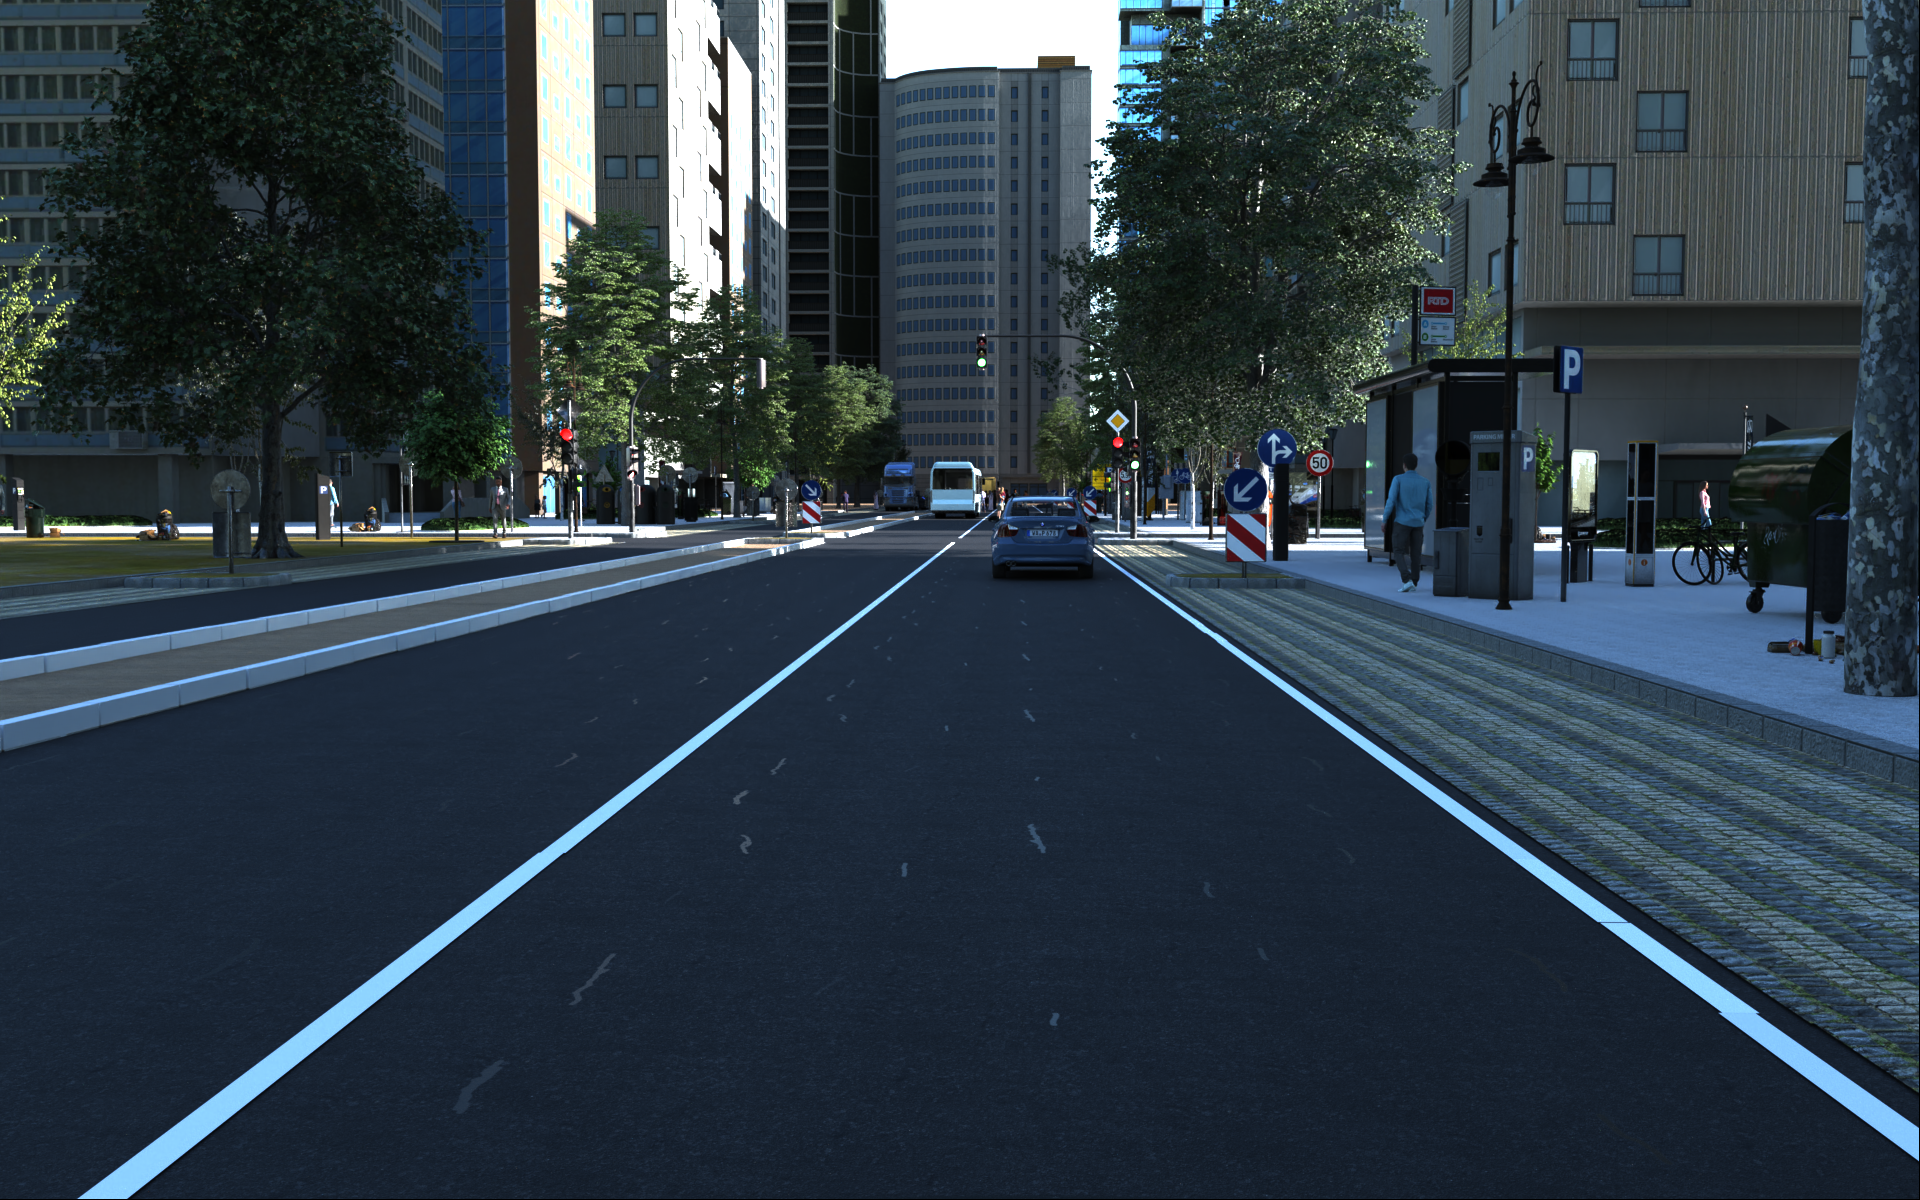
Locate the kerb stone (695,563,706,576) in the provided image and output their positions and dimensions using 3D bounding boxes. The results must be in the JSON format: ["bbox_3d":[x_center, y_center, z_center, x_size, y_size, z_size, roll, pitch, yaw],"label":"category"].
[{"bbox_3d":[-4.692,-0.514,30.603,0.120,0.150,1.000,0,4,2],"label":"kerb stone"}]

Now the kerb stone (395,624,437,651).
[{"bbox_3d":[-5.163,0.362,16.276,0.120,0.150,1.000,0,4,2],"label":"kerb stone"}]

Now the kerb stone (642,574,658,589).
[{"bbox_3d":[-4.830,-0.264,26.511,0.120,0.150,1.000,0,4,2],"label":"kerb stone"}]

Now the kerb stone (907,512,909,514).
[{"bbox_3d":[-3.837,-6.068,121.405,0.120,0.150,1.000,0,4,2],"label":"kerb stone"}]

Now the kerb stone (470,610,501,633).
[{"bbox_3d":[-5.094,0.236,18.331,0.120,0.150,1.000,0,4,2],"label":"kerb stone"}]

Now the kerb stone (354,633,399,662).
[{"bbox_3d":[-5.205,0.425,15.255,0.120,0.150,1.000,0,4,2],"label":"kerb stone"}]

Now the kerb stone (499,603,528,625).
[{"bbox_3d":[-5.060,0.174,19.353,0.120,0.150,1.000,0,4,2],"label":"kerb stone"}]

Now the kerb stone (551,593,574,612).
[{"bbox_3d":[-4.991,0.054,21.403,0.120,0.150,1.000,0,4,2],"label":"kerb stone"}]

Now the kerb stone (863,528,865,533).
[{"bbox_3d":[-3.643,-2.491,62.924,0.120,0.150,1.000,0,4,2],"label":"kerb stone"}]

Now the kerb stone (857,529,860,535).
[{"bbox_3d":[-3.697,-2.366,60.872,0.120,0.150,1.000,0,4,2],"label":"kerb stone"}]

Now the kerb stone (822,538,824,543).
[{"bbox_3d":[-4.056,-1.703,50.046,0.120,0.150,1.000,0,4,2],"label":"kerb stone"}]

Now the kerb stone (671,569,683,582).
[{"bbox_3d":[-4.762,-0.389,28.554,0.120,0.150,1.000,0,4,2],"label":"kerb stone"}]

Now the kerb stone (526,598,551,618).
[{"bbox_3d":[-5.036,0.111,20.382,0.120,0.150,1.000,0,4,2],"label":"kerb stone"}]

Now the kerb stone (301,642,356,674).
[{"bbox_3d":[-5.229,0.488,14.225,0.120,0.150,1.000,0,4,2],"label":"kerb stone"}]

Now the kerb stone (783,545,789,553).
[{"bbox_3d":[-4.326,-1.202,41.862,0.120,0.150,1.000,0,4,2],"label":"kerb stone"}]

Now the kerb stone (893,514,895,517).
[{"bbox_3d":[-4.298,-5.189,107.054,0.120,0.150,1.000,0,4,2],"label":"kerb stone"}]

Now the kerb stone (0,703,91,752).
[{"bbox_3d":[-5.360,0.738,10.133,0.120,0.150,1.000,0,4,2],"label":"kerb stone"}]

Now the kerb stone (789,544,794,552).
[{"bbox_3d":[-4.298,-1.265,42.883,0.120,0.150,1.000,0,4,2],"label":"kerb stone"}]

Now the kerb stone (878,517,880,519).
[{"bbox_3d":[-4.668,-4.501,95.789,0.120,0.150,1.000,0,4,2],"label":"kerb stone"}]

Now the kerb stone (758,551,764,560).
[{"bbox_3d":[-4.461,-0.952,37.768,0.120,0.150,1.000,0,4,2],"label":"kerb stone"}]

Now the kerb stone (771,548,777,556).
[{"bbox_3d":[-4.390,-1.078,39.816,0.120,0.150,1.000,0,4,2],"label":"kerb stone"}]

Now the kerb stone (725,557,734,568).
[{"bbox_3d":[-4.593,-0.702,33.676,0.120,0.150,1.000,0,4,2],"label":"kerb stone"}]

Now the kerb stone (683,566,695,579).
[{"bbox_3d":[-4.727,-0.452,29.581,0.120,0.150,1.000,0,4,2],"label":"kerb stone"}]

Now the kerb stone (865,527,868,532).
[{"bbox_3d":[-3.606,-2.553,63.945,0.120,0.150,1.000,0,4,2],"label":"kerb stone"}]

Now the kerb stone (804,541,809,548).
[{"bbox_3d":[-4.187,-1.450,45.955,0.120,0.150,1.000,0,4,2],"label":"kerb stone"}]

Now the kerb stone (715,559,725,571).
[{"bbox_3d":[-4.627,-0.636,32.655,0.120,0.150,1.000,0,4,2],"label":"kerb stone"}]

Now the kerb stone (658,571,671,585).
[{"bbox_3d":[-4.799,-0.326,27.533,0.120,0.150,1.000,0,4,2],"label":"kerb stone"}]

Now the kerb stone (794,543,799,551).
[{"bbox_3d":[-4.263,-1.328,43.909,0.120,0.150,1.000,0,4,2],"label":"kerb stone"}]

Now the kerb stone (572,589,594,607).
[{"bbox_3d":[-4.960,-0.014,22.425,0.120,0.150,1.000,0,4,2],"label":"kerb stone"}]

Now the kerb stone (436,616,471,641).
[{"bbox_3d":[-5.126,0.299,17.306,0.120,0.150,1.000,0,4,2],"label":"kerb stone"}]

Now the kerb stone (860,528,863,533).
[{"bbox_3d":[-3.672,-2.423,61.902,0.120,0.150,1.000,0,4,2],"label":"kerb stone"}]

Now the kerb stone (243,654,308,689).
[{"bbox_3d":[-5.259,0.550,13.203,0.120,0.150,1.000,0,4,2],"label":"kerb stone"}]

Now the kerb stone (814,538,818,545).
[{"bbox_3d":[-4.126,-1.573,48.000,0.120,0.150,1.000,0,4,2],"label":"kerb stone"}]

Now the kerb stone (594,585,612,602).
[{"bbox_3d":[-4.922,-0.076,23.447,0.120,0.150,1.000,0,4,2],"label":"kerb stone"}]

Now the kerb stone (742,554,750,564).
[{"bbox_3d":[-4.529,-0.827,35.723,0.120,0.150,1.000,0,4,2],"label":"kerb stone"}]

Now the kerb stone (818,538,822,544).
[{"bbox_3d":[-4.100,-1.640,49.025,0.120,0.150,1.000,0,4,2],"label":"kerb stone"}]

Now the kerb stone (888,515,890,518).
[{"bbox_3d":[-4.431,-4.940,102.960,0.120,0.150,1.000,0,4,2],"label":"kerb stone"}]

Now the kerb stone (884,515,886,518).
[{"bbox_3d":[-4.536,-4.752,99.887,0.120,0.150,1.000,0,4,2],"label":"kerb stone"}]

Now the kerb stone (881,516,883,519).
[{"bbox_3d":[-4.609,-4.622,97.835,0.120,0.150,1.000,0,4,2],"label":"kerb stone"}]

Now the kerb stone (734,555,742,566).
[{"bbox_3d":[-4.558,-0.764,34.699,0.120,0.150,1.000,0,4,2],"label":"kerb stone"}]

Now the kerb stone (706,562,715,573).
[{"bbox_3d":[-4.667,-0.577,31.634,0.120,0.150,1.000,0,4,2],"label":"kerb stone"}]

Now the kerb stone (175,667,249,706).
[{"bbox_3d":[-5.302,0.613,12.182,0.120,0.150,1.000,0,4,2],"label":"kerb stone"}]

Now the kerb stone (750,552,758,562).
[{"bbox_3d":[-4.485,-0.890,36.746,0.120,0.150,1.000,0,4,2],"label":"kerb stone"}]

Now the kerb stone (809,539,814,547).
[{"bbox_3d":[-4.161,-1.516,46.979,0.120,0.150,1.000,0,4,2],"label":"kerb stone"}]

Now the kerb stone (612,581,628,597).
[{"bbox_3d":[-4.900,-0.132,24.469,0.120,0.150,1.000,0,4,2],"label":"kerb stone"}]

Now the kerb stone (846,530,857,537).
[{"bbox_3d":[-3.738,-2.303,59.849,0.120,0.150,1.000,0,4,2],"label":"kerb stone"}]

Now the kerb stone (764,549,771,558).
[{"bbox_3d":[-4.425,-1.015,38.792,0.120,0.150,1.000,0,4,2],"label":"kerb stone"}]

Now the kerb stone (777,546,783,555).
[{"bbox_3d":[-4.361,-1.137,40.837,0.120,0.150,1.000,0,4,2],"label":"kerb stone"}]

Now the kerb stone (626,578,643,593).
[{"bbox_3d":[-4.872,-0.201,25.490,0.120,0.150,1.000,0,4,2],"label":"kerb stone"}]

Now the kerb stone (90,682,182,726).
[{"bbox_3d":[-5.331,0.675,11.154,0.120,0.150,1.000,0,4,2],"label":"kerb stone"}]

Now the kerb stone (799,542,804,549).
[{"bbox_3d":[-4.229,-1.391,44.933,0.120,0.150,1.000,0,4,2],"label":"kerb stone"}]
